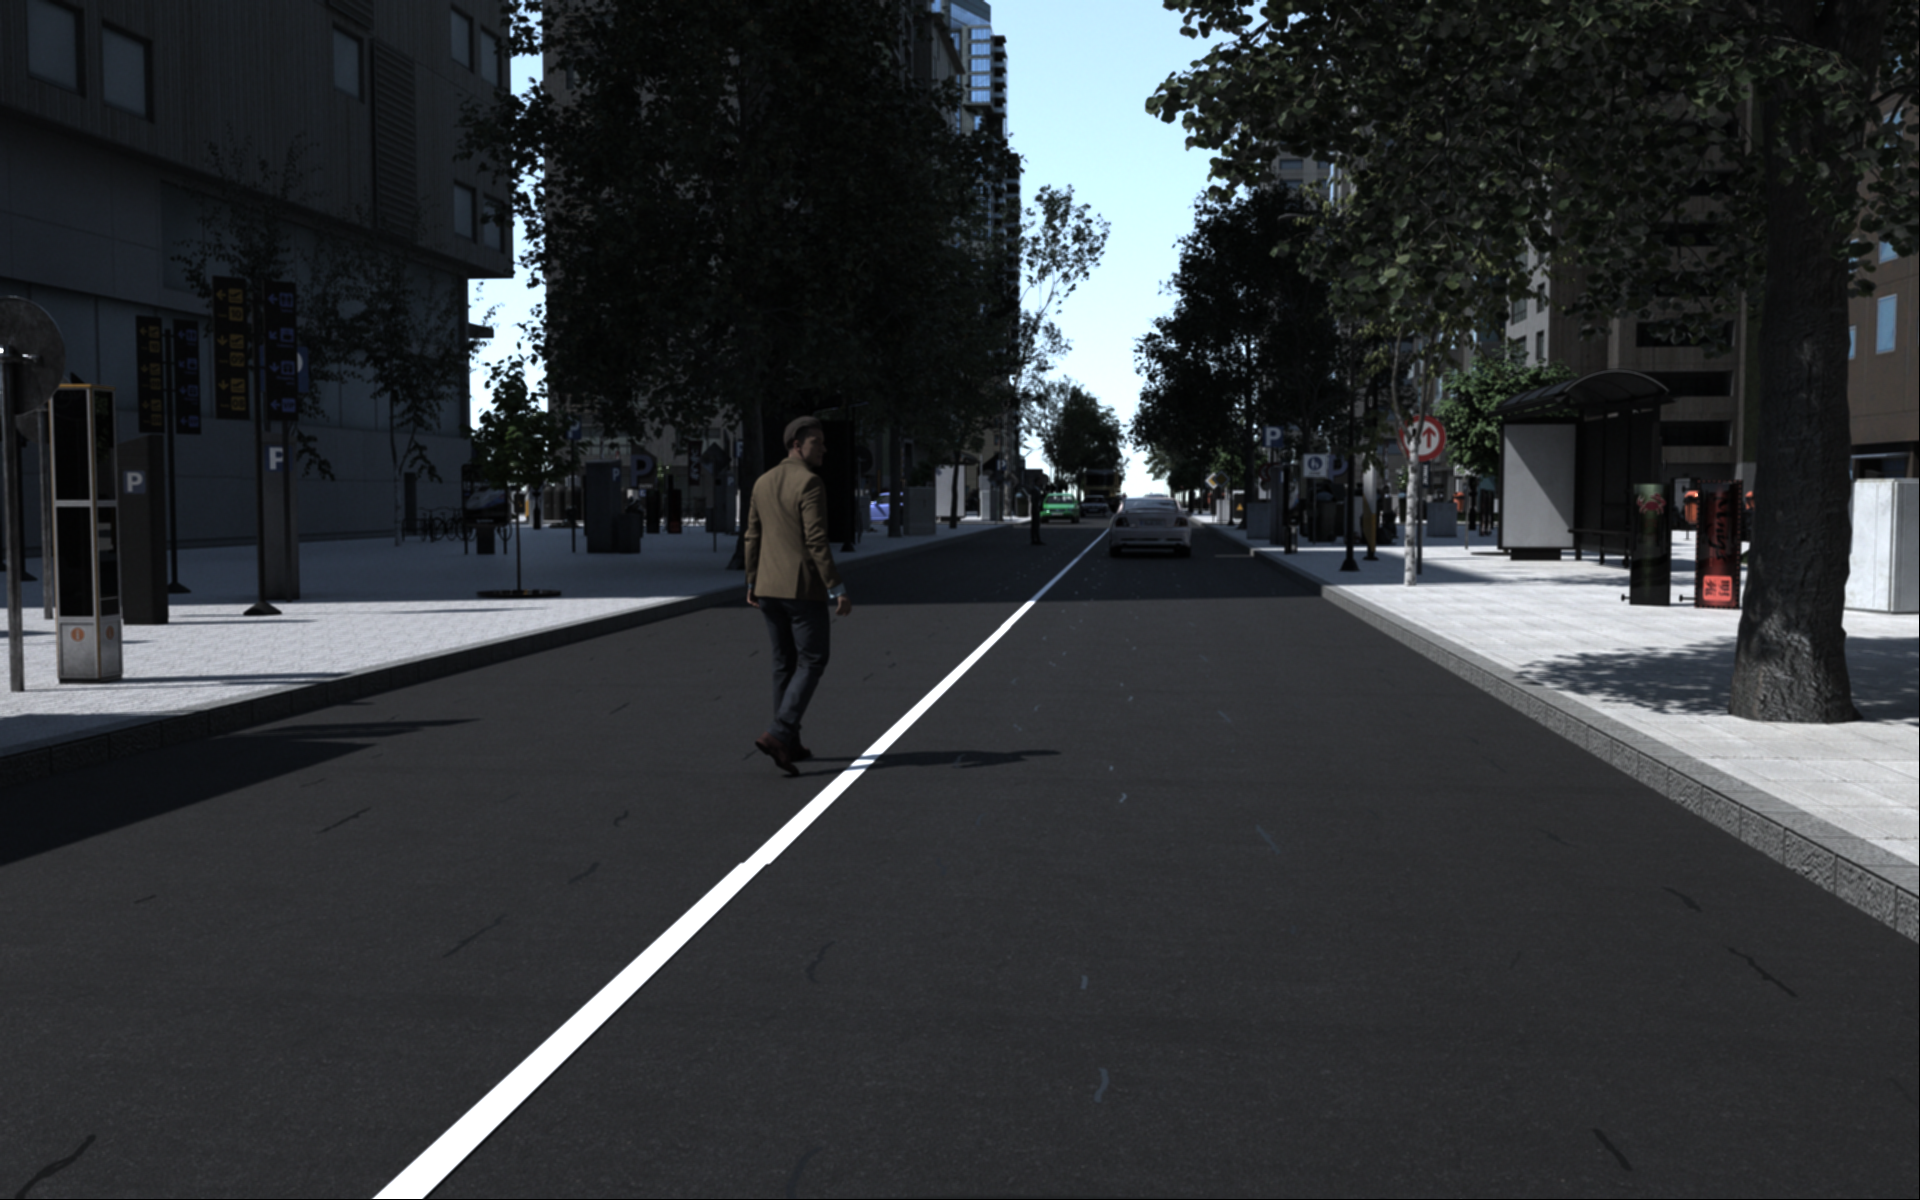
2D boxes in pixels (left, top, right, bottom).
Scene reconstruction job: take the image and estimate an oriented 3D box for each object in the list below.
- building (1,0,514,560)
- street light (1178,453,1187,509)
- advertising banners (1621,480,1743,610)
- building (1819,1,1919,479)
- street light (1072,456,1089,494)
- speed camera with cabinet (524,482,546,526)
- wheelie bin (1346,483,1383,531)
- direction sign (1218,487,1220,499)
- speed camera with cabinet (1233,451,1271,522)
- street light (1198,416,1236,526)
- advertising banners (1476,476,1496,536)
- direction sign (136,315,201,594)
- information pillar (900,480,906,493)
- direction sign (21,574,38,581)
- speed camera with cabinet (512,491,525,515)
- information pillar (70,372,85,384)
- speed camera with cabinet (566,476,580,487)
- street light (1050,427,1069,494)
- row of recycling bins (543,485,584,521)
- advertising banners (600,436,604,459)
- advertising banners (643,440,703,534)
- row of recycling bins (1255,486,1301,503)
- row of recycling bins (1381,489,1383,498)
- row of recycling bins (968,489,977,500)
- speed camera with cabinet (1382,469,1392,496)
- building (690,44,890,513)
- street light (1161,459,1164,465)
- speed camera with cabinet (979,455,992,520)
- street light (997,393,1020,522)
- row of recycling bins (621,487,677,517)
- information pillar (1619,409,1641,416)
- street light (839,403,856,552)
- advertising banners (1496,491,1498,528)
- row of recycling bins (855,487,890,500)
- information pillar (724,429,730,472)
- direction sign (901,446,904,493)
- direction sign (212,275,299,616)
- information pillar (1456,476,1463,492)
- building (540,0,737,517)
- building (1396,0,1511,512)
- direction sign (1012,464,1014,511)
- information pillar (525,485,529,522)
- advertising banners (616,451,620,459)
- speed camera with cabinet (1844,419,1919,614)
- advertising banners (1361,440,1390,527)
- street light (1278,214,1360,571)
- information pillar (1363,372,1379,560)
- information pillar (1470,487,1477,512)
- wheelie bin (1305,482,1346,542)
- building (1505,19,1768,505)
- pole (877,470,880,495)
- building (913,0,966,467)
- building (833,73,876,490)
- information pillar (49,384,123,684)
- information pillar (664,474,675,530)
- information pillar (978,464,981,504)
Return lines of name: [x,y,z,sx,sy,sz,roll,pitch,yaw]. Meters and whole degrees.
building: [-29.558,-27.953,46.274,27.495,52.752,28.713,0,4,6]
street light: [14.875,-8.471,111.045,1.470,5.913,1.316,0,4,6]
advertising banners: [8.455,-1.415,19.324,2.074,3.025,0.090,3,5,43]
building: [32.411,-24.215,46.034,14.600,45.320,14.200,0,4,6]
street light: [10.623,-11.185,155.411,1.470,5.913,1.316,0,4,6]
speed camera with cabinet: [-17.194,-4.638,70.164,0.660,3.252,2.038,-1,4,-14]
wheelie bin: [11.169,-2.429,47.617,0.693,1.594,0.980,-3,4,-36]
direction sign: [17.363,-7.589,116.076,0.876,3.537,0.379,-2,4,-28]
speed camera with cabinet: [13.647,-5.270,80.503,2.038,3.252,0.660,2,4,30]
street light: [10.443,-5.963,70.040,1.470,5.913,1.316,0,4,6]
advertising banners: [15.938,-3.459,52.743,0.090,3.025,2.074,2,4,30]
direction sign: [-10.199,-1.859,22.393,0.379,3.537,0.876,2,4,30]
information pillar: [-2.973,-5.175,89.102,0.304,2.012,0.304,2,4,23]
direction sign: [-13.862,-2.050,25.518,0.876,3.537,0.379,2,4,24]
speed camera with cabinet: [-25.837,-6.702,103.919,2.038,3.252,0.660,0,4,-7]
information pillar: [-16.929,-2.580,33.542,0.183,3.616,0.504,3,4,39]
speed camera with cabinet: [-19.000,-5.739,88.175,2.038,3.252,0.660,-1,4,-16]
street light: [6.861,-9.051,120.519,1.470,5.913,1.316,0,4,6]
row of recycling bins: [-18.726,-4.650,83.147,3.534,1.692,1.069,2,4,35]
advertising banners: [-10.762,-3.371,51.309,0.090,3.025,2.074,0,4,2]
advertising banners: [-9.296,-3.670,56.187,2.074,3.025,0.090,1,4,13]
row of recycling bins: [16.867,-5.253,93.004,3.534,1.692,1.069,-2,4,-31]
row of recycling bins: [32.994,-7.928,136.733,1.069,1.692,3.534,0,4,5]
row of recycling bins: [1.119,-8.186,140.952,1.069,1.692,3.534,0,4,2]
speed camera with cabinet: [33.733,-8.877,139.477,2.038,3.252,0.660,2,4,30]
building: [-13.790,-28.305,146.378,14.154,41.232,14.086,0,4,6]
street light: [27.464,-15.705,229.313,1.470,5.913,1.316,0,4,6]
speed camera with cabinet: [1.298,-5.638,86.510,0.660,3.252,2.038,0,4,-2]
street light: [2.409,-6.529,79.294,1.470,5.913,1.316,0,4,6]
row of recycling bins: [-17.090,-5.375,94.990,3.534,1.692,1.069,1,4,10]
information pillar: [15.124,-2.923,39.143,0.504,3.616,0.183,2,4,24]
street light: [-1.953,-4.015,38.181,1.470,5.913,1.316,0,4,6]
advertising banners: [19.651,-4.057,62.518,0.090,3.025,2.074,-2,4,-28]
row of recycling bins: [-4.826,-5.842,102.637,3.534,1.692,1.069,0,4,0]
information pillar: [-8.366,-4.331,62.174,0.183,3.616,0.504,-2,4,-25]
direction sign: [-2.718,-5.504,81.981,0.379,3.537,0.876,-1,4,-9]
direction sign: [-7.428,-1.611,18.337,0.876,3.537,0.379,-3,5,-45]
information pillar: [27.675,-6.397,95.939,0.504,3.616,0.183,-3,5,-42]
building: [-15.575,-25.597,102.113,14.154,41.232,14.086,0,4,6]
building: [46.365,-31.217,129.998,23.786,49.044,30.456,0,4,6]
direction sign: [3.983,-8.514,131.201,0.379,3.537,0.876,0,3,0]
information pillar: [-20.106,-5.477,80.911,0.504,3.616,0.183,1,4,21]
advertising banners: [-14.132,-4.546,70.512,0.090,3.025,2.074,-2,4,-27]
speed camera with cabinet: [9.962,-1.531,19.360,0.660,3.252,2.038,-1,4,-12]
advertising banners: [13.446,-3.648,55.838,0.090,3.025,2.074,2,4,35]
street light: [5.976,-3.443,28.839,1.470,5.913,1.316,0,4,6]
information pillar: [7.969,-2.586,33.629,0.183,3.616,0.504,-1,4,-9]
information pillar: [33.859,-6.706,114.132,0.304,2.012,0.304,-1,4,-14]
wheelie bin: [9.697,-2.359,46.476,0.693,1.594,0.980,-2,4,-25]
building: [38.086,-19.696,93.727,14.107,30.474,14.160,0,4,6]
pole: [-6.799,-9.236,144.850,0.158,3.312,0.155,0,3,0]
building: [-14.790,-36.834,191.474,28.713,52.752,27.495,0,4,6]
building: [-14.017,-28.987,124.050,14.600,45.320,14.200,0,4,6]
information pillar: [-5.936,-0.445,11.770,0.304,2.012,0.304,0,4,3]
information pillar: [-10.434,-3.531,62.218,0.304,2.012,0.304,-2,4,-27]
information pillar: [1.570,-8.346,127.819,0.504,3.616,0.183,-2,4,-31]
